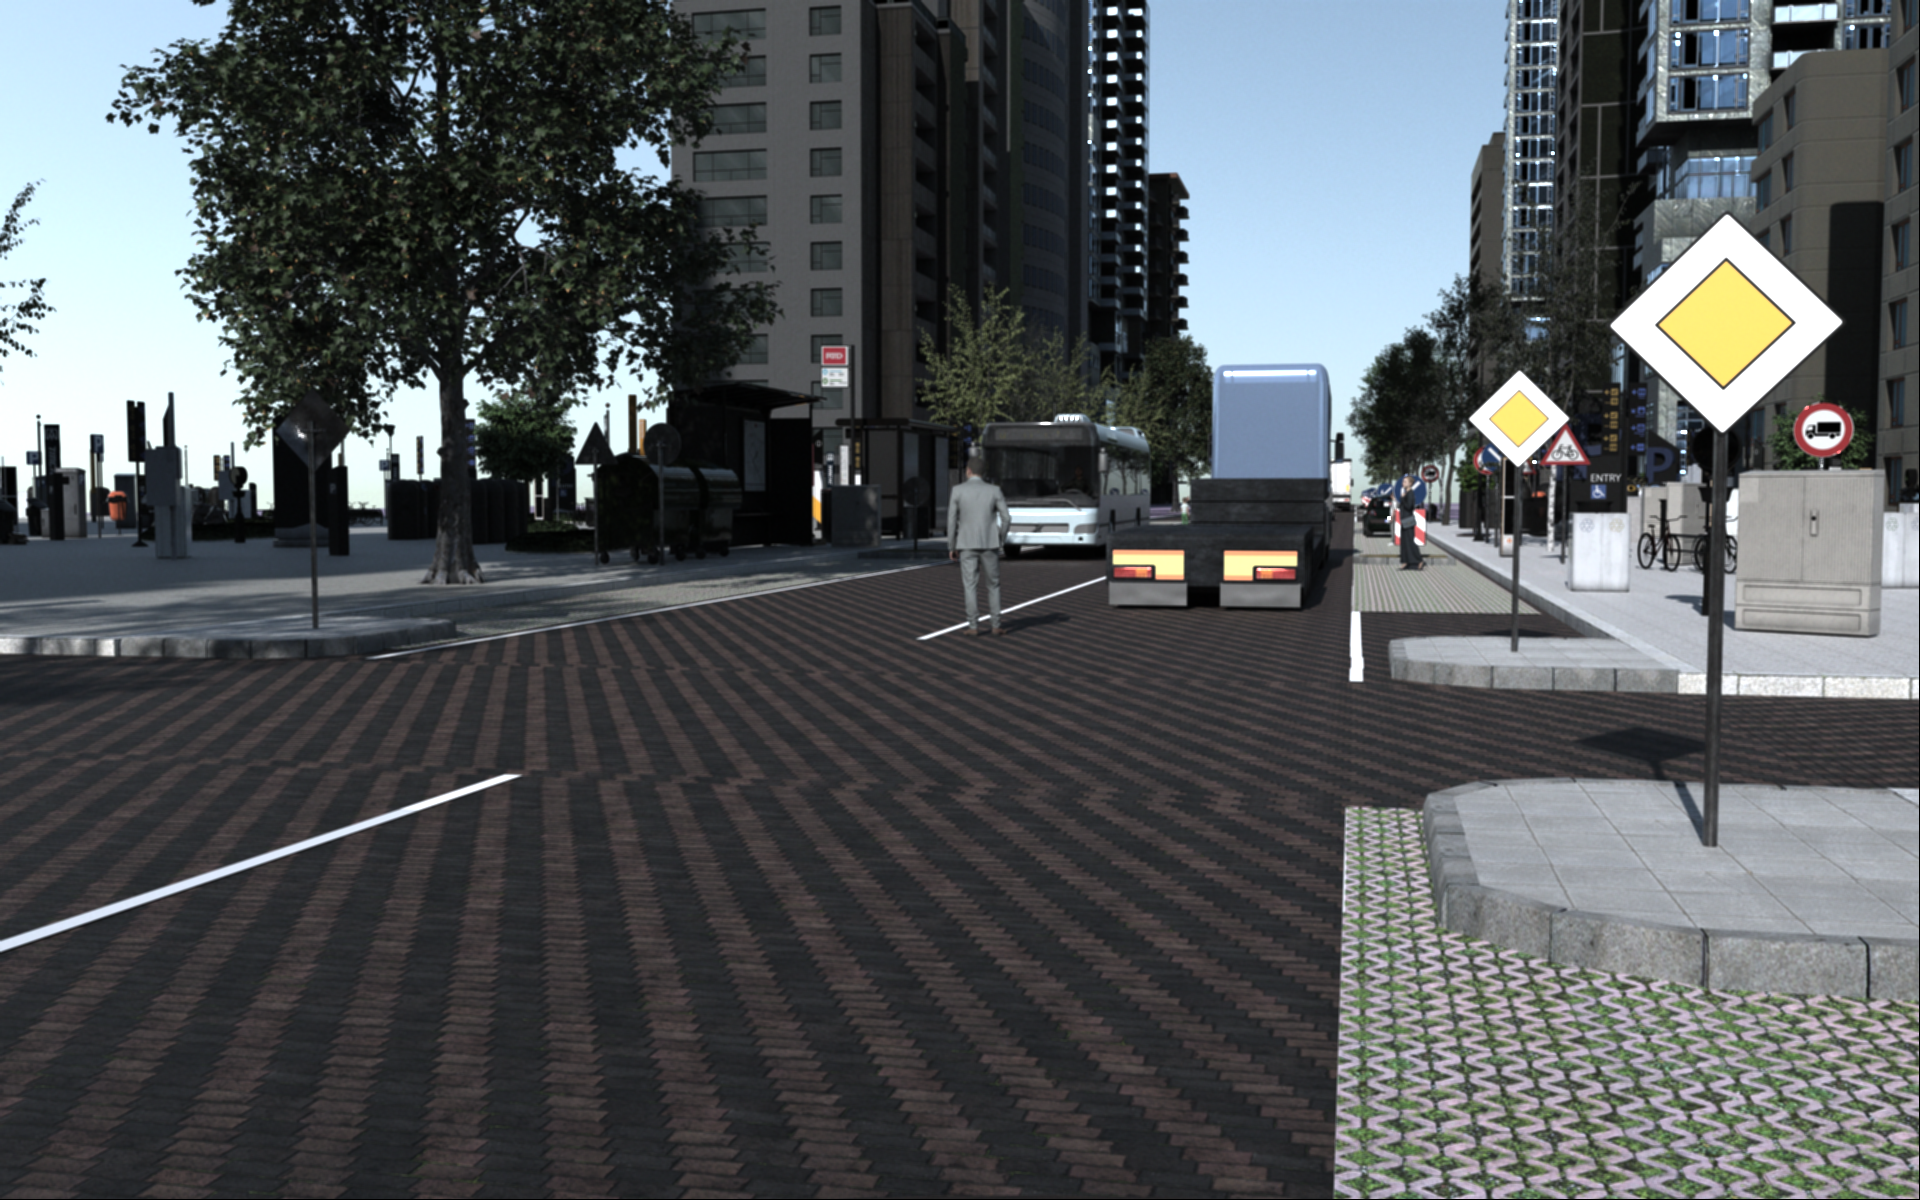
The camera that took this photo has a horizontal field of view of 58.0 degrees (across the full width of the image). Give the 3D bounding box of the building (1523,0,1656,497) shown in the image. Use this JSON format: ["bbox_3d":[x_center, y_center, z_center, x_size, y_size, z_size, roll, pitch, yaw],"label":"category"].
[{"bbox_3d":[55.944,-42.575,134.345,20.563,71.187,20.611,1,4,13],"label":"building"}]

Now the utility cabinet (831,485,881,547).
[{"bbox_3d":[-2.502,-2.021,41.729,1.173,1.500,0.318,1,4,15],"label":"utility cabinet"}]

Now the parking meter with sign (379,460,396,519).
[{"bbox_3d":[-29.238,-5.693,89.349,0.543,3.016,1.738,1,4,10],"label":"parking meter with sign"}]

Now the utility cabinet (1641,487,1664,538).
[{"bbox_3d":[20.474,-2.552,50.397,1.173,1.500,0.318,0,4,5],"label":"utility cabinet"}]

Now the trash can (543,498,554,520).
[{"bbox_3d":[-15.571,-3.259,64.934,0.748,1.137,0.748,0,3,0],"label":"trash can"}]

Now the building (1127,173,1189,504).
[{"bbox_3d":[18.839,-35.342,232.459,22.147,44.769,28.867,1,4,13],"label":"building"}]

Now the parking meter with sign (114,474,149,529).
[{"bbox_3d":[-31.126,-4.181,64.615,1.738,3.016,0.543,-1,4,-15],"label":"parking meter with sign"}]

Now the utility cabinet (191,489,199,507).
[{"bbox_3d":[-36.776,-4.516,82.522,1.173,1.500,0.318,2,4,28],"label":"utility cabinet"}]

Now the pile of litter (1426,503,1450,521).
[{"bbox_3d":[22.692,-4.176,82.237,1.719,0.858,1.176,-2,4,-31],"label":"pile of litter"}]

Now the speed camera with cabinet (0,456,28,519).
[{"bbox_3d":[-49.117,-5.874,90.381,2.038,3.252,0.660,0,4,-5],"label":"speed camera with cabinet"}]

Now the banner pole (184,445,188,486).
[{"bbox_3d":[-39.815,-6.061,89.117,0.401,3.779,0.863,-2,4,-30],"label":"banner pole"}]

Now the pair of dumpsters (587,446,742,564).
[{"bbox_3d":[-5.677,-1.901,33.577,1.574,2.255,4.437,1,4,13],"label":"pair of dumpsters"}]

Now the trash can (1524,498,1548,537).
[{"bbox_3d":[17.543,-2.482,52.233,0.748,1.137,0.748,0,3,0],"label":"trash can"}]

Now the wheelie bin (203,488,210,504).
[{"bbox_3d":[-42.552,-5.494,97.738,0.693,1.594,0.980,1,4,12],"label":"wheelie bin"}]

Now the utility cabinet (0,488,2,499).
[{"bbox_3d":[-34.887,-3.307,62.750,0.318,1.500,1.173,3,5,43],"label":"utility cabinet"}]

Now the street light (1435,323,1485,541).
[{"bbox_3d":[13.617,-4.563,47.140,1.470,5.913,1.316,1,4,13],"label":"street light"}]

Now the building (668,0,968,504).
[{"bbox_3d":[-7.885,-20.180,101.644,14.160,30.474,14.107,1,4,13],"label":"building"}]

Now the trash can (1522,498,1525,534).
[{"bbox_3d":[18.222,-2.707,55.907,0.748,1.137,0.748,0,3,0],"label":"trash can"}]

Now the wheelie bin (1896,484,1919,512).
[{"bbox_3d":[27.821,-2.613,50.629,0.693,1.594,0.980,0,4,3],"label":"wheelie bin"}]

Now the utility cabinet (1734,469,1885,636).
[{"bbox_3d":[7.767,-0.440,15.869,0.318,1.500,1.173,-3,5,-44],"label":"utility cabinet"}]

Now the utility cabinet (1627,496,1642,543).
[{"bbox_3d":[17.440,-2.116,45.766,1.020,1.237,0.306,1,4,12],"label":"utility cabinet"}]

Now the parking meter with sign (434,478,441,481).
[{"bbox_3d":[-24.730,-5.287,82.708,1.738,3.016,0.543,2,4,29],"label":"parking meter with sign"}]

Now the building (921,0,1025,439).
[{"bbox_3d":[-3.886,-26.413,115.444,14.154,41.232,14.086,1,4,13],"label":"building"}]

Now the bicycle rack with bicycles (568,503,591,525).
[{"bbox_3d":[-15.142,-3.559,71.572,2.852,0.926,2.925,1,4,22],"label":"bicycle rack with bicycles"}]

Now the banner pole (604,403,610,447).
[{"bbox_3d":[-9.749,-3.537,47.847,0.401,3.779,0.863,-1,4,-21],"label":"banner pole"}]

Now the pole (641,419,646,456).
[{"bbox_3d":[-8.665,-3.276,47.402,0.158,3.312,0.155,0,3,0],"label":"pole"}]

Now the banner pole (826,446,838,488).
[{"bbox_3d":[-6.594,-6.107,89.862,0.863,3.779,0.401,2,4,29],"label":"banner pole"}]

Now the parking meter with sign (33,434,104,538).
[{"bbox_3d":[-26.039,-3.332,50.733,1.738,3.016,0.543,0,4,4],"label":"parking meter with sign"}]

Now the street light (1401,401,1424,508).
[{"bbox_3d":[22.476,-6.947,86.126,1.470,5.913,1.316,1,4,13],"label":"street light"}]

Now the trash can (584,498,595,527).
[{"bbox_3d":[-14.205,-3.395,67.158,0.748,1.137,0.748,0,3,0],"label":"trash can"}]

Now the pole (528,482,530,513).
[{"bbox_3d":[-23.069,-6.029,92.419,0.158,3.312,0.155,0,3,0],"label":"pole"}]

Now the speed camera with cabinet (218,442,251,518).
[{"bbox_3d":[-27.881,-4.417,66.551,0.660,3.252,2.038,0,4,-5],"label":"speed camera with cabinet"}]

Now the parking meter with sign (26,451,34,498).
[{"bbox_3d":[-37.178,-4.505,69.915,0.543,3.016,1.738,-3,4,-38],"label":"parking meter with sign"}]

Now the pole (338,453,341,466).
[{"bbox_3d":[-30.921,-5.669,86.524,0.158,3.312,0.155,0,3,0],"label":"pole"}]

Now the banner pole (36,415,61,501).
[{"bbox_3d":[-28.806,-3.956,54.700,0.863,3.779,0.401,0,4,-5],"label":"banner pole"}]

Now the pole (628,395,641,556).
[{"bbox_3d":[-6.724,-2.558,35.661,0.158,3.312,0.155,0,3,0],"label":"pole"}]

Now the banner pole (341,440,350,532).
[{"bbox_3d":[-21.024,-4.224,59.074,0.401,3.779,0.863,-1,4,-12],"label":"banner pole"}]

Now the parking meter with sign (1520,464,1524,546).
[{"bbox_3d":[13.779,-2.867,43.144,0.543,3.016,1.738,1,4,19],"label":"parking meter with sign"}]

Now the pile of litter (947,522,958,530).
[{"bbox_3d":[-0.748,-2.949,62.184,1.719,0.858,1.176,-1,4,-9],"label":"pile of litter"}]

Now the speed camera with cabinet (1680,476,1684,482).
[{"bbox_3d":[29.483,-4.565,68.969,0.660,3.252,2.038,-2,4,-25],"label":"speed camera with cabinet"}]

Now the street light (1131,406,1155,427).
[{"bbox_3d":[9.637,-7.302,91.934,1.470,5.913,1.316,1,4,13],"label":"street light"}]

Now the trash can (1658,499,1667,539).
[{"bbox_3d":[19.368,-2.167,47.081,0.748,1.137,0.748,0,3,0],"label":"trash can"}]

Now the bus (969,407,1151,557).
[{"bbox_3d":[2.794,-2.914,42.503,2.948,3.499,13.247,1,4,11],"label":"bus"}]

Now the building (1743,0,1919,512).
[{"bbox_3d":[45.184,-13.125,59.635,27.650,21.520,28.899,1,4,13],"label":"building"}]

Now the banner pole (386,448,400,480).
[{"bbox_3d":[-31.090,-6.414,94.893,0.863,3.779,0.401,0,4,-3],"label":"banner pole"}]

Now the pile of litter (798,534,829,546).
[{"bbox_3d":[-3.912,-1.830,43.889,1.176,0.858,1.719,0,4,5],"label":"pile of litter"}]

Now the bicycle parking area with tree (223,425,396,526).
[{"bbox_3d":[-25.909,-5.267,73.112,9.016,4.147,8.231,-3,5,-45],"label":"bicycle parking area with tree"}]

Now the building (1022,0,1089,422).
[{"bbox_3d":[-2.353,-36.370,136.656,21.231,58.520,28.212,1,4,13],"label":"building"}]

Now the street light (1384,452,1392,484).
[{"bbox_3d":[30.817,-9.169,122.448,1.470,5.913,1.316,1,4,13],"label":"street light"}]

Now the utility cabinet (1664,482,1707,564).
[{"bbox_3d":[13.241,-1.399,31.551,0.318,1.500,1.173,3,5,42],"label":"utility cabinet"}]

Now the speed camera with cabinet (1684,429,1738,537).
[{"bbox_3d":[23.238,-3.567,52.651,2.038,3.252,0.660,2,4,32],"label":"speed camera with cabinet"}]

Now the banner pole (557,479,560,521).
[{"bbox_3d":[-17.586,-5.246,75.796,0.401,3.779,0.863,0,4,-5],"label":"banner pole"}]

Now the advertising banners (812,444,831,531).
[{"bbox_3d":[-4.516,-3.868,59.437,2.074,3.025,0.090,1,4,15],"label":"advertising banners"}]

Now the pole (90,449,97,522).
[{"bbox_3d":[-39.595,-5.215,79.110,0.158,3.312,0.155,0,3,0],"label":"pole"}]

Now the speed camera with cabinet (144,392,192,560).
[{"bbox_3d":[-15.691,-2.445,34.310,0.660,3.252,2.038,-1,4,-17],"label":"speed camera with cabinet"}]

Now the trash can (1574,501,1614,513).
[{"bbox_3d":[12.622,-1.398,34.507,0.748,1.137,0.748,0,3,0],"label":"trash can"}]

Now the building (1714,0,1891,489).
[{"bbox_3d":[51.496,-48.632,107.809,22.319,86.520,31.000,1,4,13],"label":"building"}]
